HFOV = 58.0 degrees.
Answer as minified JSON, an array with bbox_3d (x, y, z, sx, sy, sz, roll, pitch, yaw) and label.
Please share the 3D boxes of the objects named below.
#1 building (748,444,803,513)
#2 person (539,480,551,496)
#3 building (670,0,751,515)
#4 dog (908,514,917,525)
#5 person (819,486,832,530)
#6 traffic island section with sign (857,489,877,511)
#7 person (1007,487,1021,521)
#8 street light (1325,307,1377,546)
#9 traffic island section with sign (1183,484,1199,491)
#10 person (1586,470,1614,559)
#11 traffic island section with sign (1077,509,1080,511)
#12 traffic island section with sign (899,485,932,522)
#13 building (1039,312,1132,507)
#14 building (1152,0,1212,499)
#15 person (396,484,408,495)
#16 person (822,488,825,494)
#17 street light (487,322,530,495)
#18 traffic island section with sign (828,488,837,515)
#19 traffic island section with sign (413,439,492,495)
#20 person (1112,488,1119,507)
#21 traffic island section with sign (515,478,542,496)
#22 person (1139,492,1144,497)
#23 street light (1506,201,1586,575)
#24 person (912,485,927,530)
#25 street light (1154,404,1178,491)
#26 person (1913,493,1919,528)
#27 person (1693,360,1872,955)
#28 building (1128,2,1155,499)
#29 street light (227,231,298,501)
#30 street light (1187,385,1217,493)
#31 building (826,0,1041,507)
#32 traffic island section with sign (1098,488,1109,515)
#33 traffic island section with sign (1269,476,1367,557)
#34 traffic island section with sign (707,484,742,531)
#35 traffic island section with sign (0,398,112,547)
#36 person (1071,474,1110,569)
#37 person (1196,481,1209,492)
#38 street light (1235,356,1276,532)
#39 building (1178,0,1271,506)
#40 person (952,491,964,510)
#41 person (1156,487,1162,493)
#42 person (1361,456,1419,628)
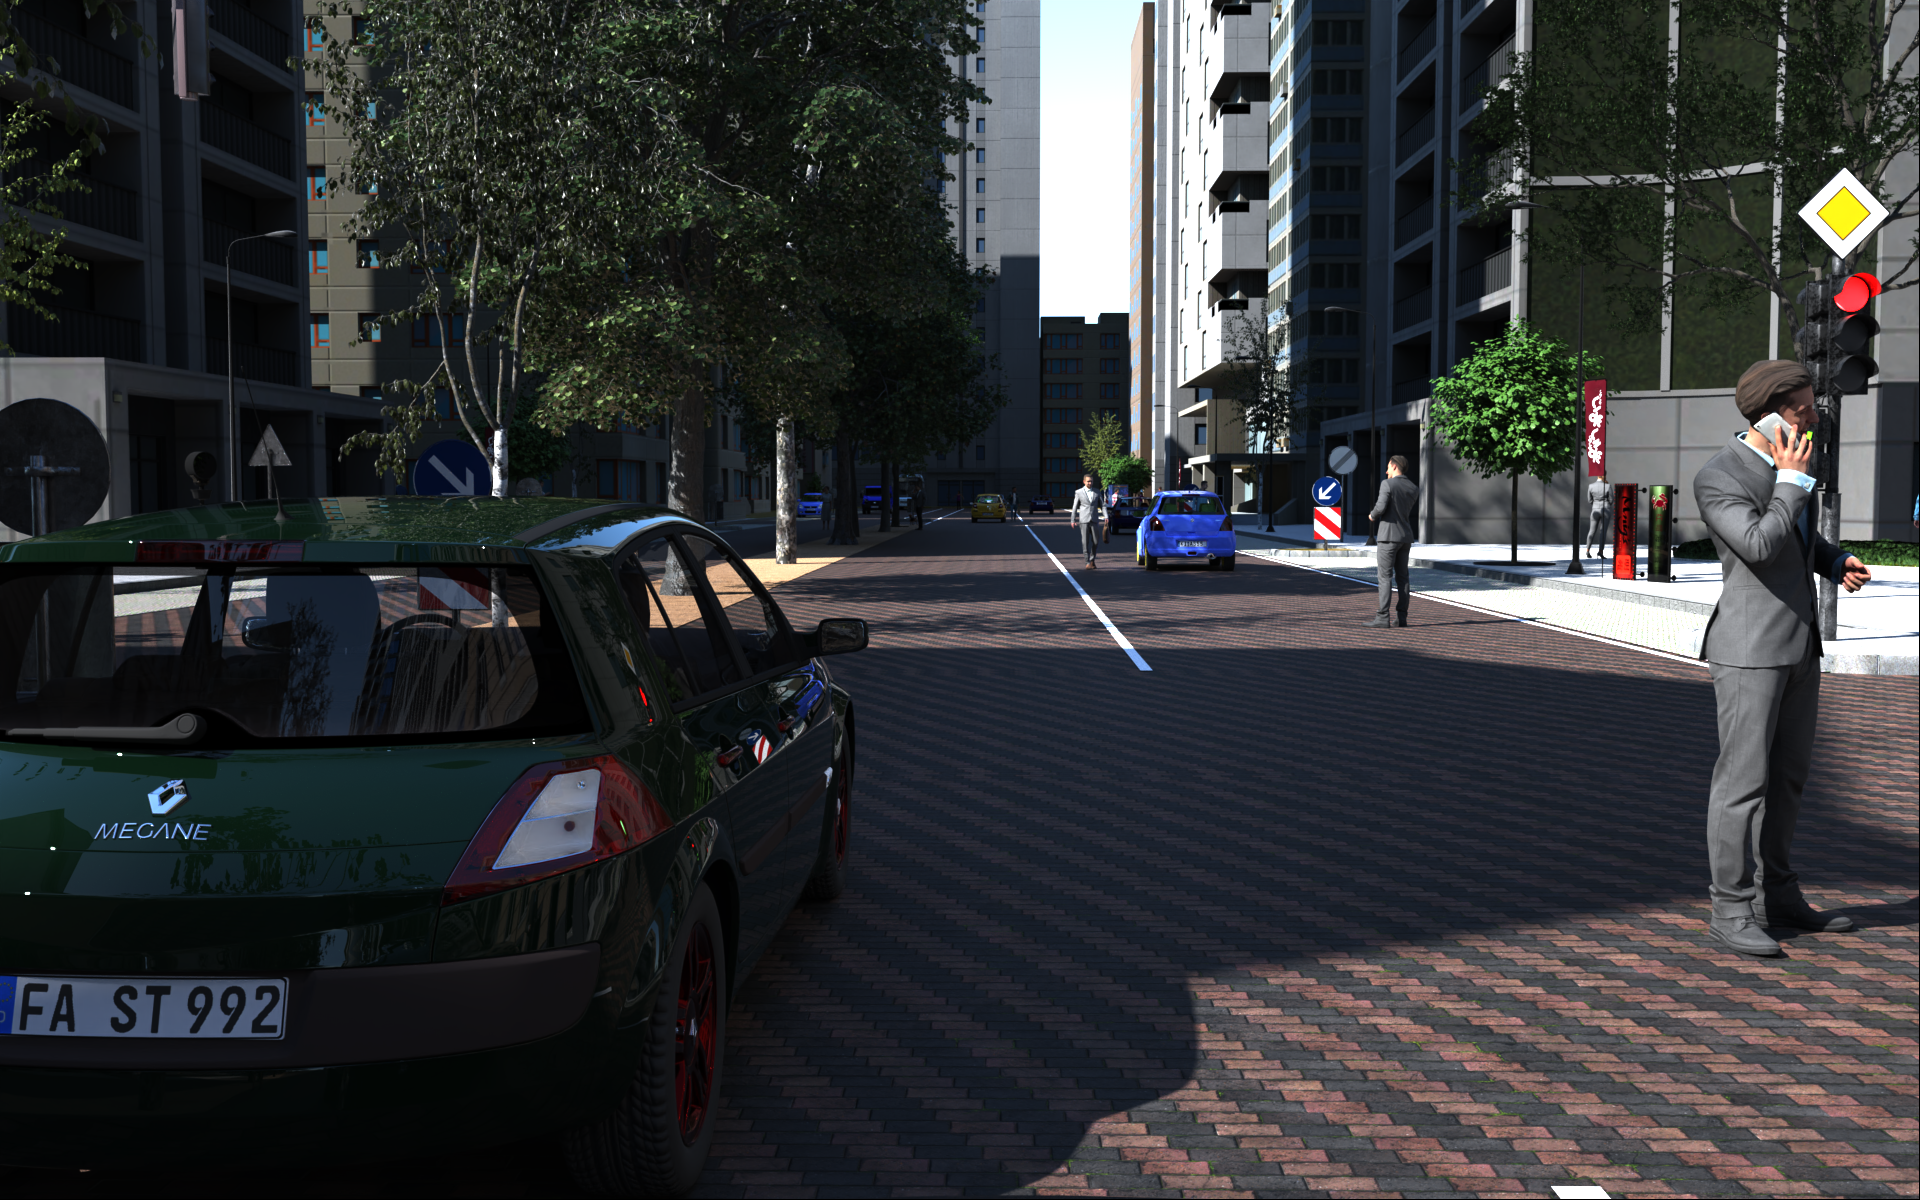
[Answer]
[{"bbox_3d":[-27.227,-17.402,129.558,27.650,21.520,28.899,0,4,1],"label":"building"},{"bbox_3d":[-14.097,-3.182,58.636,0.524,1.755,0.480,0,4,-6],"label":"person"},{"bbox_3d":[-29.593,-25.123,102.638,32.217,40.220,23.993,0,4,1],"label":"building"},{"bbox_3d":[-2.142,-3.659,79.109,0.540,0.507,0.406,1,4,15],"label":"dog"},{"bbox_3d":[-5.401,-3.697,69.508,0.480,1.755,0.524,0,4,2],"label":"person"},{"bbox_3d":[-7.923,-8.301,144.355,1.989,1.847,2.006,0,4,1],"label":"traffic island section with sign"},{"bbox_3d":[2.861,-5.013,90.444,0.794,1.824,0.713,0,3,0],"label":"person"},{"bbox_3d":[9.748,-4.317,43.132,1.470,5.913,1.316,0,4,1],"label":"street light"},{"bbox_3d":[8.820,-3.598,67.454,1.989,1.847,2.006,0,4,1],"label":"traffic island section with sign"},{"bbox_3d":[12.722,-1.718,34.402,0.520,1.790,0.573,1,4,22],"label":"person"},{"bbox_3d":[10.596,-8.277,143.957,1.989,1.847,2.006,0,4,1],"label":"traffic island section with sign"},{"bbox_3d":[-2.483,-5.020,90.207,2.006,1.907,1.989,0,4,1],"label":"traffic island section with sign"},{"bbox_3d":[23.211,-21.044,189.109,28.899,21.520,27.650,0,4,1],"label":"building"},{"bbox_3d":[25.662,-36.249,134.672,21.231,58.520,28.212,0,4,1],"label":"building"},{"bbox_3d":[-18.730,-3.164,57.954,0.419,1.800,0.721,2,4,30],"label":"person"},{"bbox_3d":[-10.858,-8.048,138.352,1.217,1.735,0.721,-1,4,-22],"label":"person"},{"bbox_3d":[-11.972,-4.494,46.026,1.470,5.913,1.316,0,4,1],"label":"street light"},{"bbox_3d":[-8.551,-6.648,117.318,1.989,1.847,2.006,0,4,1],"label":"traffic island section with sign"},{"bbox_3d":[-4.210,-0.425,15.088,2.006,1.907,1.989,0,4,1],"label":"traffic island section with sign"},{"bbox_3d":[7.793,-4.757,87.119,0.643,1.720,0.563,-1,4,-14],"label":"person"},{"bbox_3d":[-10.319,-1.985,41.077,1.989,1.847,2.006,0,4,1],"label":"traffic island section with sign"},{"bbox_3d":[12.199,-6.589,117.004,0.991,1.433,0.599,-3,5,-39],"label":"person"},{"bbox_3d":[9.337,-3.369,27.629,1.470,5.913,1.316,0,4,1],"label":"street light"},{"bbox_3d":[-1.619,-3.674,68.749,0.473,1.802,0.592,-2,4,-31],"label":"person"},{"bbox_3d":[10.745,-7.176,89.870,1.470,5.913,1.316,0,4,1],"label":"street light"},{"bbox_3d":[14.232,-1.151,25.201,0.444,1.785,0.601,-2,4,-27],"label":"person"},{"bbox_3d":[2.634,0.172,5.493,0.655,1.846,0.447,-3,4,-39],"label":"person"},{"bbox_3d":[22.724,-30.961,156.315,14.600,45.320,14.200,0,4,1],"label":"building"},{"bbox_3d":[-12.372,-3.557,30.705,1.470,5.913,1.316,0,4,1],"label":"street light"},{"bbox_3d":[10.360,-6.192,73.776,1.470,5.913,1.316,0,4,1],"label":"street light"},{"bbox_3d":[-5.684,-39.350,185.377,28.212,58.520,21.231,0,4,1],"label":"building"},{"bbox_3d":[9.959,-6.629,117.010,1.989,1.847,2.006,0,4,1],"label":"traffic island section with sign"},{"bbox_3d":[8.189,-1.909,39.835,1.989,1.847,2.006,0,4,1],"label":"traffic island section with sign"},{"bbox_3d":[-9.681,-3.664,68.530,1.989,1.847,2.006,0,4,1],"label":"traffic island section with sign"},{"bbox_3d":[-4.390,0.028,7.683,2.006,1.907,1.989,0,4,1],"label":"traffic island section with sign"},{"bbox_3d":[2.485,-1.491,33.005,0.709,1.813,0.853,-1,4,-11],"label":"person"},{"bbox_3d":[7.425,-2.725,52.923,0.638,1.841,0.748,1,4,13],"label":"person"},{"bbox_3d":[9.965,-5.255,58.456,1.470,5.913,1.316,0,4,1],"label":"street light"},{"bbox_3d":[28.267,-31.634,106.459,28.713,52.752,27.495,0,4,1],"label":"building"},{"bbox_3d":[-0.153,-8.861,154.066,1.217,1.739,0.721,2,4,30],"label":"person"},{"bbox_3d":[11.497,-5.669,99.647,0.530,1.710,0.541,-2,4,-25],"label":"person"},{"bbox_3d":[4.628,-0.638,18.736,0.655,1.846,0.447,-2,4,-35],"label":"person"}]
